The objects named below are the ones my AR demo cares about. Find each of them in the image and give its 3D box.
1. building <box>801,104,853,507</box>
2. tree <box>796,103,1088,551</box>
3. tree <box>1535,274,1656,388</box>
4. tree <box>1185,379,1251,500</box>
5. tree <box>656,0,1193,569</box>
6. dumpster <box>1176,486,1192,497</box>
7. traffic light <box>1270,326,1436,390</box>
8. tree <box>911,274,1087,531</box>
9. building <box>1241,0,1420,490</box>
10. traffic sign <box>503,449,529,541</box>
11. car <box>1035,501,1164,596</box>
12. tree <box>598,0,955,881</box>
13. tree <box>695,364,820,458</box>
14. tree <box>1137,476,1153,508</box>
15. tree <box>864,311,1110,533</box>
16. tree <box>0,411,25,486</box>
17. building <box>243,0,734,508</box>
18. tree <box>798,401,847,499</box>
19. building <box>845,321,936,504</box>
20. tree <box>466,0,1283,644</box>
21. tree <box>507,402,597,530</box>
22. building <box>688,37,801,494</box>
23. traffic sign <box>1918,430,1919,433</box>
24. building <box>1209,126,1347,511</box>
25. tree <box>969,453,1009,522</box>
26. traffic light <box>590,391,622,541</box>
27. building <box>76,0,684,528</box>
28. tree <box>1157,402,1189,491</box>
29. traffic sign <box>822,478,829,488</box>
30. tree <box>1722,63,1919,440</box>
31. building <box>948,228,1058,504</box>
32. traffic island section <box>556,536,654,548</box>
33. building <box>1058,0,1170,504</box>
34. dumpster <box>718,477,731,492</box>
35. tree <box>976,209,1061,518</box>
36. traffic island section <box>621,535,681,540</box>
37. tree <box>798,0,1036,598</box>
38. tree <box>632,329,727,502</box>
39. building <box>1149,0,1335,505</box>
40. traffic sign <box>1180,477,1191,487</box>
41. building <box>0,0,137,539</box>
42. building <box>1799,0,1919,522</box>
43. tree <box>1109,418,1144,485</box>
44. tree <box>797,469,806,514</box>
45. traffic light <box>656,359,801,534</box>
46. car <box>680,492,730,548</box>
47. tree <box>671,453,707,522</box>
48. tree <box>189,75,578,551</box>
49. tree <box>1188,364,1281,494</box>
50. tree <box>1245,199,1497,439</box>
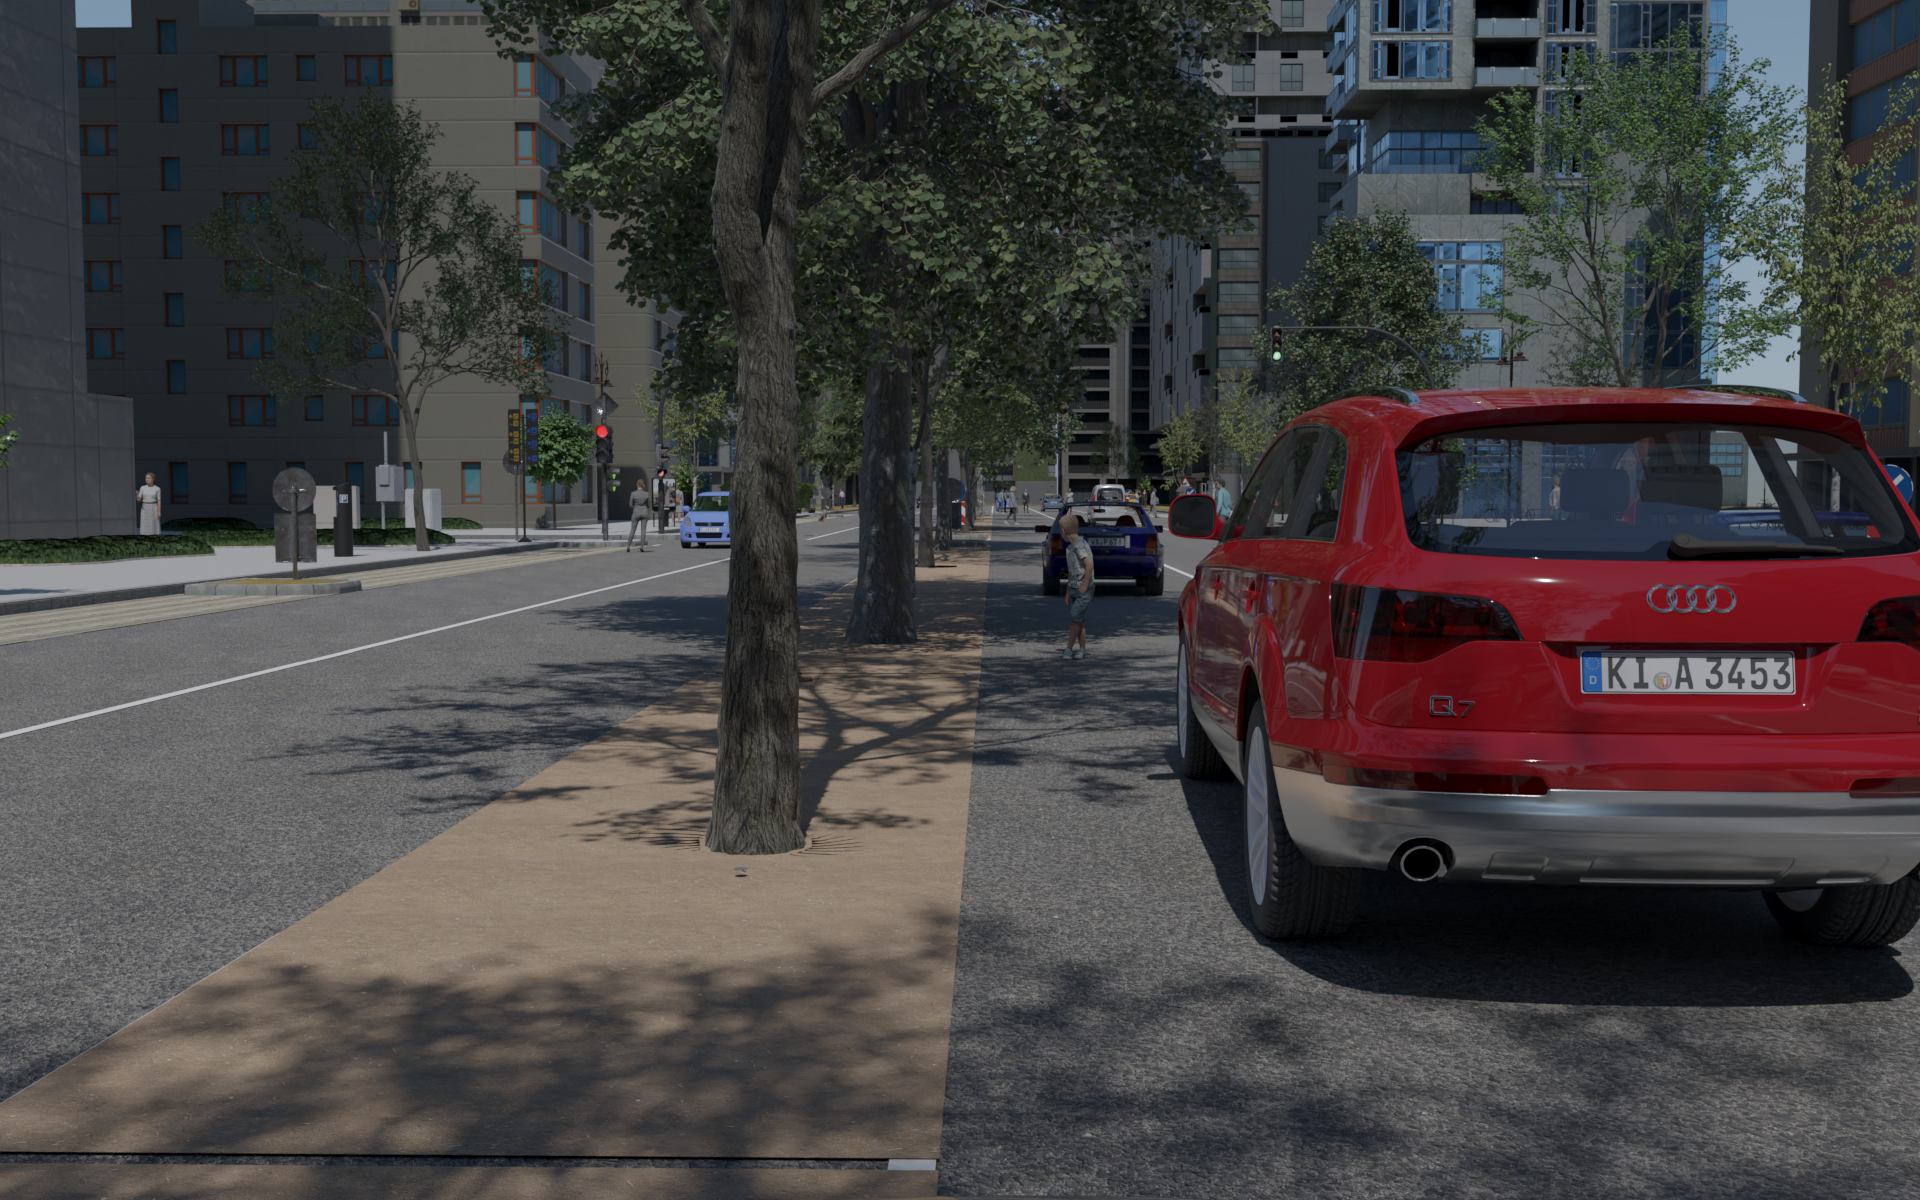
[{"bbox_3d":[-25.827,-36.732,189.799,27.495,52.752,28.713,0,4,1],"label":"building"},{"bbox_3d":[-0.545,-7.520,43.530,7.486,12.596,7.792,0,3,0],"label":"tree"},{"bbox_3d":[21.521,-6.653,59.133,4.360,8.622,3.978,0,3,0],"label":"tree"},{"bbox_3d":[16.556,-9.840,111.252,4.360,8.622,3.978,0,3,0],"label":"tree"},{"bbox_3d":[-0.630,-7.358,33.125,12.009,13.543,11.850,0,3,0],"label":"tree"},{"bbox_3d":[16.445,-7.377,126.377,1.264,1.857,1.865,0,4,1],"label":"dumpster"},{"bbox_3d":[10.748,-4.420,46.939,4.771,5.953,1.251,0,4,1],"label":"traffic light"},{"bbox_3d":[0.187,-9.016,66.871,9.611,12.733,9.660,0,3,0],"label":"tree"},{"bbox_3d":[30.369,-48.278,102.011,22.319,86.520,31.000,0,4,1],"label":"building"},{"bbox_3d":[-12.143,-2.892,47.384,0.768,2.556,0.104,0,4,7],"label":"traffic sign"},{"bbox_3d":[2.085,-0.810,25.829,1.945,1.354,3.894,0,4,3],"label":"car"},{"bbox_3d":[-0.713,-4.790,6.531,9.928,11.665,9.643,0,3,0],"label":"tree"},{"bbox_3d":[-11.252,-9.890,96.115,7.601,10.594,8.767,0,4,7],"label":"tree"},{"bbox_3d":[17.897,-10.442,165.321,1.663,3.219,1.824,0,3,0],"label":"tree"},{"bbox_3d":[0.225,-7.382,57.570,8.767,10.594,7.601,0,4,1],"label":"tree"},{"bbox_3d":[-12.308,-1.626,21.181,1.663,3.219,1.824,0,3,0],"label":"tree"},{"bbox_3d":[-30.864,-25.737,112.685,32.217,40.220,23.993,0,4,1],"label":"building"},{"bbox_3d":[-10.870,-11.210,133.650,4.737,8.622,4.395,0,3,0],"label":"tree"},{"bbox_3d":[-8.948,-27.627,223.406,14.107,30.474,14.160,0,4,1],"label":"building"},{"bbox_3d":[-0.767,-6.564,16.436,9.857,13.997,8.962,0,3,0],"label":"tree"},{"bbox_3d":[-14.434,-4.784,61.928,4.285,4.588,4.351,0,3,0],"label":"tree"},{"bbox_3d":[-24.347,-50.892,144.758,22.319,86.520,31.000,0,4,1],"label":"building"},{"bbox_3d":[14.467,-1.572,25.430,0.795,2.593,0.064,0,4,2],"label":"traffic sign"},{"bbox_3d":[27.026,-22.523,139.959,14.160,30.474,14.107,0,4,1],"label":"building"},{"bbox_3d":[0.516,-7.427,74.251,4.737,8.622,4.395,0,3,0],"label":"tree"},{"bbox_3d":[-9.716,-3.581,47.470,0.839,4.253,0.868,0,4,1],"label":"traffic light"},{"bbox_3d":[-29.044,-14.299,78.831,27.650,21.520,28.899,0,4,1],"label":"building"},{"bbox_3d":[17.261,-11.322,135.471,4.737,8.622,4.395,0,3,0],"label":"tree"},{"bbox_3d":[-10.024,-7.969,130.400,0.768,2.556,0.104,1,4,8],"label":"traffic sign"},{"bbox_3d":[15.688,-4.891,30.337,4.737,8.622,4.395,0,3,0],"label":"tree"},{"bbox_3d":[5.409,-33.006,223.242,14.086,41.232,14.154,0,4,1],"label":"building"},{"bbox_3d":[-9.756,-1.549,47.605,2.009,0.180,2.903,0,4,1],"label":"traffic island section"},{"bbox_3d":[23.396,-48.174,225.898,20.611,71.187,20.563,0,4,1],"label":"building"},{"bbox_3d":[-11.081,-5.078,85.520,1.502,2.255,1.985,0,4,1],"label":"dumpster"},{"bbox_3d":[0.002,-15.079,104.885,12.611,20.169,13.585,0,3,0],"label":"tree"},{"bbox_3d":[-9.597,-2.037,55.589,2.009,0.180,2.903,0,4,1],"label":"traffic island section"},{"bbox_3d":[-0.696,-4.341,23.794,4.360,8.622,3.978,0,3,0],"label":"tree"},{"bbox_3d":[-11.527,-7.551,73.813,4.737,8.622,4.395,0,3,0],"label":"tree"},{"bbox_3d":[35.254,-36.617,187.922,28.713,52.752,27.495,0,4,1],"label":"building"},{"bbox_3d":[16.914,-7.953,130.041,0.884,2.594,0.081,1,4,10],"label":"traffic sign"},{"bbox_3d":[-31.563,-36.325,32.166,20.611,71.187,20.563,0,4,1],"label":"building"},{"bbox_3d":[49.369,-25.368,69.384,28.867,44.769,22.147,0,4,1],"label":"building"},{"bbox_3d":[18.644,-16.713,207.674,7.601,10.594,8.767,1,4,9],"label":"tree"},{"bbox_3d":[-10.713,-7.197,112.278,1.663,3.219,1.824,0,3,0],"label":"tree"},{"bbox_3d":[-7.464,-4.941,55.447,4.771,5.953,1.251,0,4,1],"label":"traffic light"},{"bbox_3d":[-6.496,-2.280,46.876,1.945,1.707,3.694,0,4,1],"label":"car"},{"bbox_3d":[-12.508,-5.153,78.847,1.663,3.219,1.824,0,3,0],"label":"tree"},{"bbox_3d":[-12.301,-6.382,38.766,7.601,10.594,8.767,3,4,38],"label":"tree"},{"bbox_3d":[16.083,-9.004,97.575,4.737,8.622,4.395,0,3,0],"label":"tree"},{"bbox_3d":[16.046,-9.227,67.867,9.611,12.733,9.660,0,3,0],"label":"tree"}]
